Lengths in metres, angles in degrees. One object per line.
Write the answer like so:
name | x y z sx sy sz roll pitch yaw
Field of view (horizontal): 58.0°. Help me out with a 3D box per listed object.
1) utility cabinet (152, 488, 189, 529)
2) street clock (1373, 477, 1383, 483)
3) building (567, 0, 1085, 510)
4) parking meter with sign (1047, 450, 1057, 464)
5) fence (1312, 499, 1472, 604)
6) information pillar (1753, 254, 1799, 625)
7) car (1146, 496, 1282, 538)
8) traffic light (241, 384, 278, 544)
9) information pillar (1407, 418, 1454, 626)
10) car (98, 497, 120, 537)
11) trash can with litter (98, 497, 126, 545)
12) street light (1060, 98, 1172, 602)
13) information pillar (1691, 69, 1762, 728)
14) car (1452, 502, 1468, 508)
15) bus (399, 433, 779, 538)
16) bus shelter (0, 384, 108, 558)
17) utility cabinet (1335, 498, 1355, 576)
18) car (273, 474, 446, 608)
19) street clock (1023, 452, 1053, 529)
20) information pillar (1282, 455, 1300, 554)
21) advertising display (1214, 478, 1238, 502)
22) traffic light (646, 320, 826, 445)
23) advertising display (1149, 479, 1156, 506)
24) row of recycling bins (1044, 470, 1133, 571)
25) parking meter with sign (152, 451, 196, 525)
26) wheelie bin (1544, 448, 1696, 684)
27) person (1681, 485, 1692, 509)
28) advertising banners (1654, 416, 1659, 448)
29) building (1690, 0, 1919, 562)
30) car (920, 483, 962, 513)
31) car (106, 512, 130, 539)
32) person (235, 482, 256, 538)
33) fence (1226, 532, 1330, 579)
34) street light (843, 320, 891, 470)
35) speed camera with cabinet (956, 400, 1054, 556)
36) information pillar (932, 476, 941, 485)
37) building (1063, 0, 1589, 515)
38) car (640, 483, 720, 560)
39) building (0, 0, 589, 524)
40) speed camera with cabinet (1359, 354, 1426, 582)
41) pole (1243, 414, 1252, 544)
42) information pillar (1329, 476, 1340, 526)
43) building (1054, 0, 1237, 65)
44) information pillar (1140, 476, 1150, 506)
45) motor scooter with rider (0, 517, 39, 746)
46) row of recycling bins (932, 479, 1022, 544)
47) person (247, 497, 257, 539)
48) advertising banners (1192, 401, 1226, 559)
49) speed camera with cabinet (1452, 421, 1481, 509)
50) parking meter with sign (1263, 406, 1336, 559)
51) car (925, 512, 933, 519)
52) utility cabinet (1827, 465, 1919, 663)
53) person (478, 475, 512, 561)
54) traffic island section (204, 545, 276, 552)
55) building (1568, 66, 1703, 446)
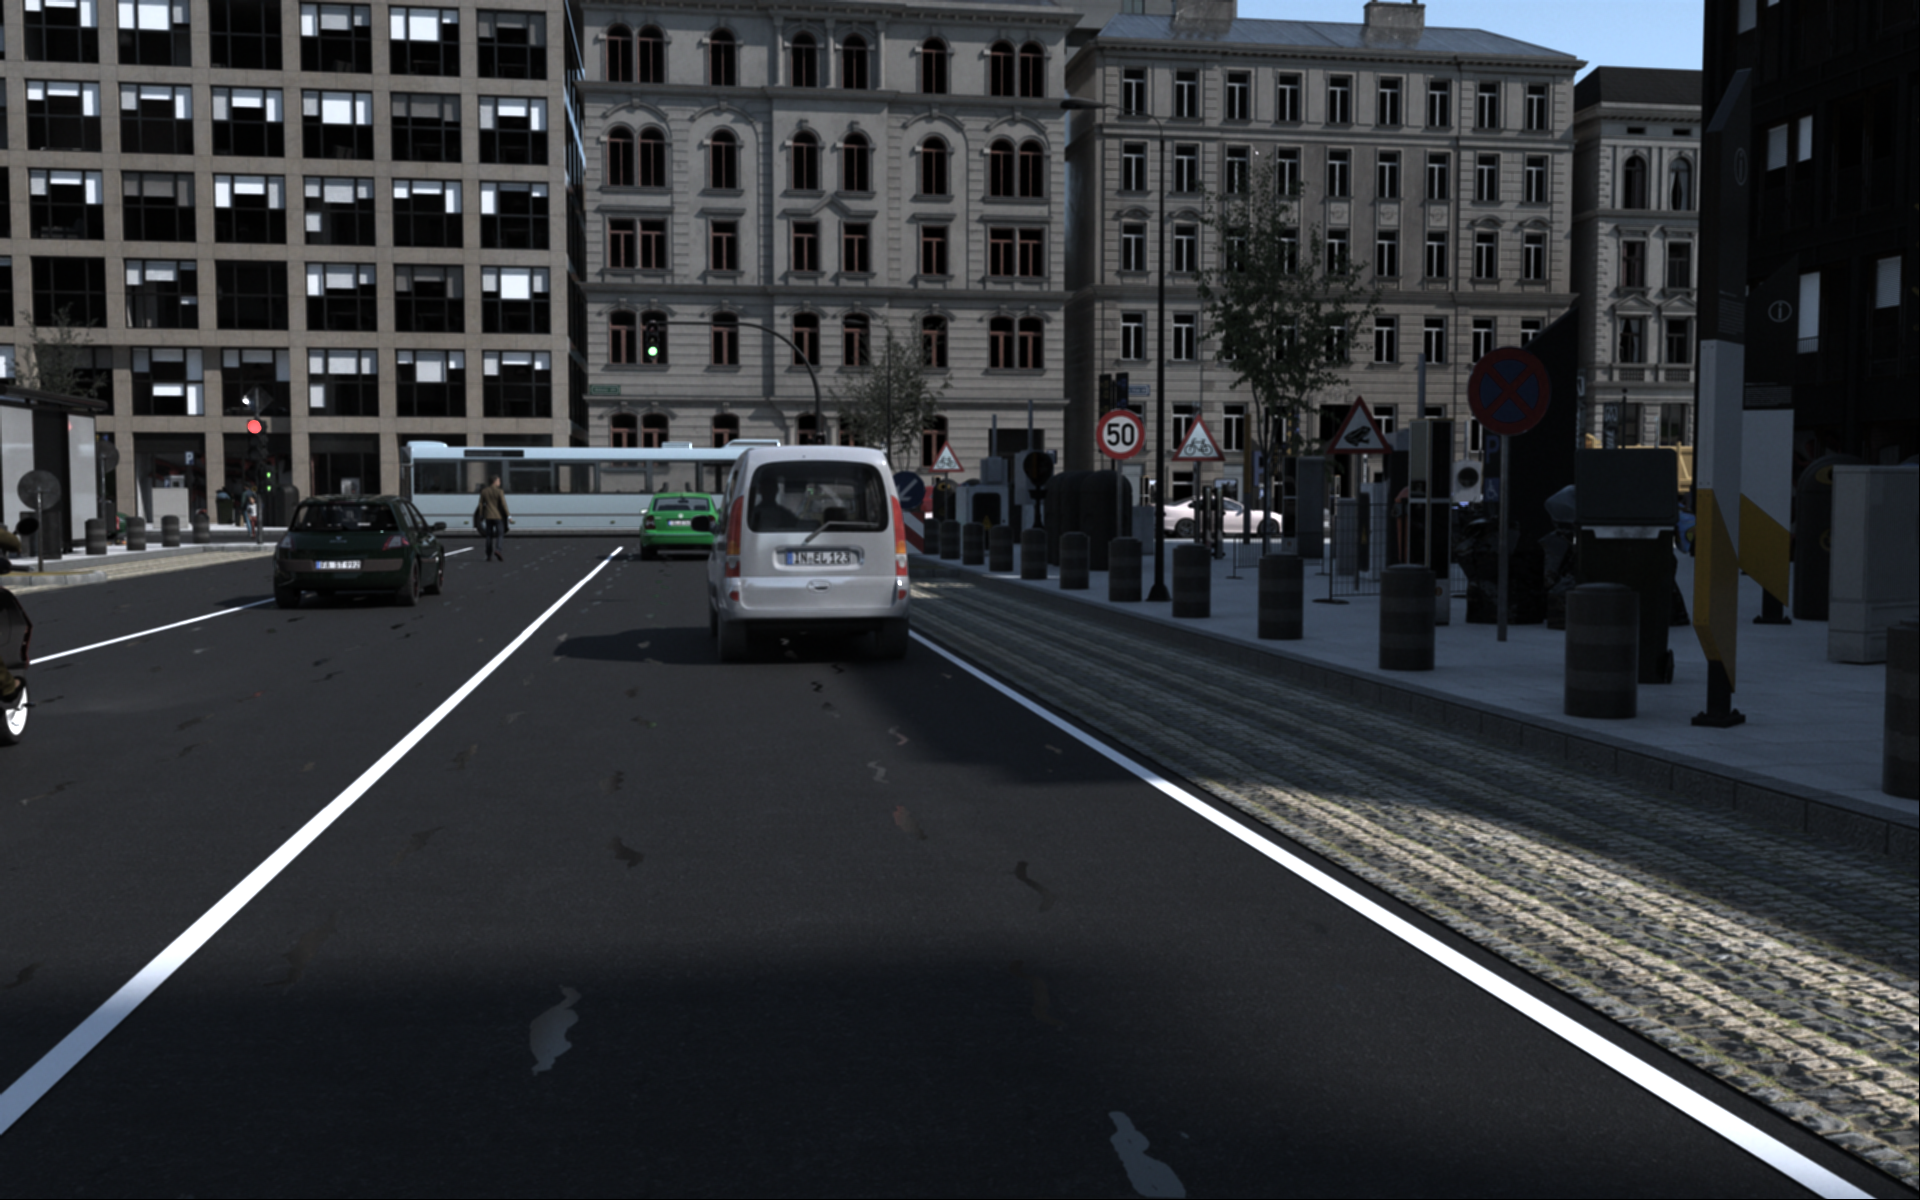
utility cabinet | -28.897 -3.347 63.405 1.173 1.500 0.318 -1 4 -15
street clock | 18.239 -4.336 75.455 0.471 2.002 0.358 1 4 10
building | -6.942 -18.248 85.745 23.554 28.519 14.401 -1 4 -9
parking meter with sign | 2.982 -4.398 68.169 1.738 3.016 0.543 -3 4 -38
fence | 5.315 -0.588 20.818 2.264 1.192 0.480 -2 4 -25
information pillar | 7.969 -1.573 17.075 0.504 3.616 0.183 2 4 26
car | 8.503 -2.745 57.250 4.827 1.381 2.083 -1 4 -9
traffic light | -17.830 -3.371 44.044 0.839 4.253 0.868 -1 4 -9
information pillar | 4.581 -0.759 16.895 0.304 2.012 0.304 -2 4 -26
car | -27.445 -2.590 51.390 4.494 1.783 2.155 -1 4 -9
trash can with litter | -21.836 -1.981 43.453 2.233 1.210 1.678 -1 4 -11
street light | 1.859 -2.937 20.562 1.470 5.913 1.316 -1 4 -9
information pillar | 4.180 -1.110 9.497 0.183 3.616 0.504 3 5 41
car | 13.828 -2.628 52.561 3.694 1.707 1.945 -1 4 -9
bus | -12.755 -3.867 58.082 13.247 3.499 2.948 -1 4 -11
bus shelter | -19.394 -3.462 34.235 2.179 5.291 8.768 -1 4 -9
utility cabinet | 6.462 -0.987 27.303 1.020 1.237 0.306 0 4 1
car | -8.026 -0.829 23.349 2.009 1.686 4.222 -1 4 -10
street clock | 1.341 -1.541 29.758 0.471 2.002 0.358 1 4 21
information pillar | 6.285 -1.740 32.939 0.304 2.012 0.304 1 4 16
advertising display | 10.959 -4.051 71.444 0.974 1.923 0.123 1 4 22
traffic light | -5.854 -4.354 45.850 4.771 5.953 1.251 -1 4 -9
advertising display | 8.379 -4.298 75.480 0.974 1.923 0.123 -2 4 -27
row of recycling bins | 2.185 -1.432 30.534 1.069 1.692 3.534 -1 4 -10
parking meter with sign | -31.845 -4.518 70.130 0.543 3.016 1.738 2 4 28
wheelie bin | 4.542 -0.248 11.959 0.980 1.594 0.693 1 4 17
person | 22.391 -2.666 52.909 0.431 1.722 0.655 -2 4 -32
advertising banners | 16.090 -2.664 39.743 0.090 3.025 2.074 2 4 32
building | 22.341 -12.135 28.083 12.332 23.373 15.834 -1 4 -9
car | 0.727 -3.320 62.959 5.304 1.827 2.281 0 4 -8
car | -28.701 -2.621 54.647 4.920 1.459 2.131 -1 4 -8
person | -23.415 -2.961 56.890 0.794 1.824 0.713 -3 5 -45
fence | 4.965 -0.704 26.885 2.069 0.683 0.278 -3 4 -36
street light | -2.431 -4.517 46.387 1.470 5.913 1.316 -1 4 -9
speed camera with cabinet | 0.943 -2.558 36.163 2.038 3.252 0.660 -2 4 -25
information pillar | -0.971 -4.113 71.740 0.304 2.012 0.304 -1 4 -22
building | 17.405 -17.857 89.232 25.104 27.353 12.463 -1 4 -9
car | -6.251 -1.852 39.075 1.959 1.807 4.718 0 4 -8
building | -35.792 -17.062 83.484 34.151 26.468 19.350 -1 4 -9
speed camera with cabinet | 6.305 -1.886 25.179 0.660 3.252 2.038 0 4 -2
pole | 7.320 -3.074 44.110 0.158 3.312 0.155 0 3 0
information pillar | 14.878 -3.934 68.819 0.304 2.012 0.304 3 5 43
building | 8.989 -34.835 158.796 28.713 52.752 27.495 -1 4 -9
information pillar | 7.661 -4.124 71.926 0.304 2.012 0.304 -2 4 -28
motor scooter with rider | -5.288 -0.008 9.102 0.876 1.779 1.986 -1 4 -10
row of recycling bins | 0.625 -2.389 46.167 3.534 1.692 1.069 3 5 45
person | -22.554 -2.631 55.424 0.435 1.345 0.340 -2 4 -29
advertising banners | 4.796 -2.282 33.494 0.090 3.025 2.074 2 4 26
speed camera with cabinet | 12.981 -3.208 46.790 2.038 3.252 0.660 0 4 8
parking meter with sign | 6.927 -2.341 34.538 1.738 3.016 0.543 0 4 7
car | 0.390 -2.347 50.731 4.827 1.381 2.083 0 4 -8
utility cabinet | 7.185 -0.284 13.324 1.173 1.500 0.318 -2 4 -32
person | -9.960 -1.756 37.125 0.656 1.842 0.836 -2 4 -24
traffic island section | -17.871 -1.339 44.172 2.009 0.180 2.903 -1 4 -9
building | 39.837 -16.076 91.717 19.941 23.489 11.050 -1 4 -9
